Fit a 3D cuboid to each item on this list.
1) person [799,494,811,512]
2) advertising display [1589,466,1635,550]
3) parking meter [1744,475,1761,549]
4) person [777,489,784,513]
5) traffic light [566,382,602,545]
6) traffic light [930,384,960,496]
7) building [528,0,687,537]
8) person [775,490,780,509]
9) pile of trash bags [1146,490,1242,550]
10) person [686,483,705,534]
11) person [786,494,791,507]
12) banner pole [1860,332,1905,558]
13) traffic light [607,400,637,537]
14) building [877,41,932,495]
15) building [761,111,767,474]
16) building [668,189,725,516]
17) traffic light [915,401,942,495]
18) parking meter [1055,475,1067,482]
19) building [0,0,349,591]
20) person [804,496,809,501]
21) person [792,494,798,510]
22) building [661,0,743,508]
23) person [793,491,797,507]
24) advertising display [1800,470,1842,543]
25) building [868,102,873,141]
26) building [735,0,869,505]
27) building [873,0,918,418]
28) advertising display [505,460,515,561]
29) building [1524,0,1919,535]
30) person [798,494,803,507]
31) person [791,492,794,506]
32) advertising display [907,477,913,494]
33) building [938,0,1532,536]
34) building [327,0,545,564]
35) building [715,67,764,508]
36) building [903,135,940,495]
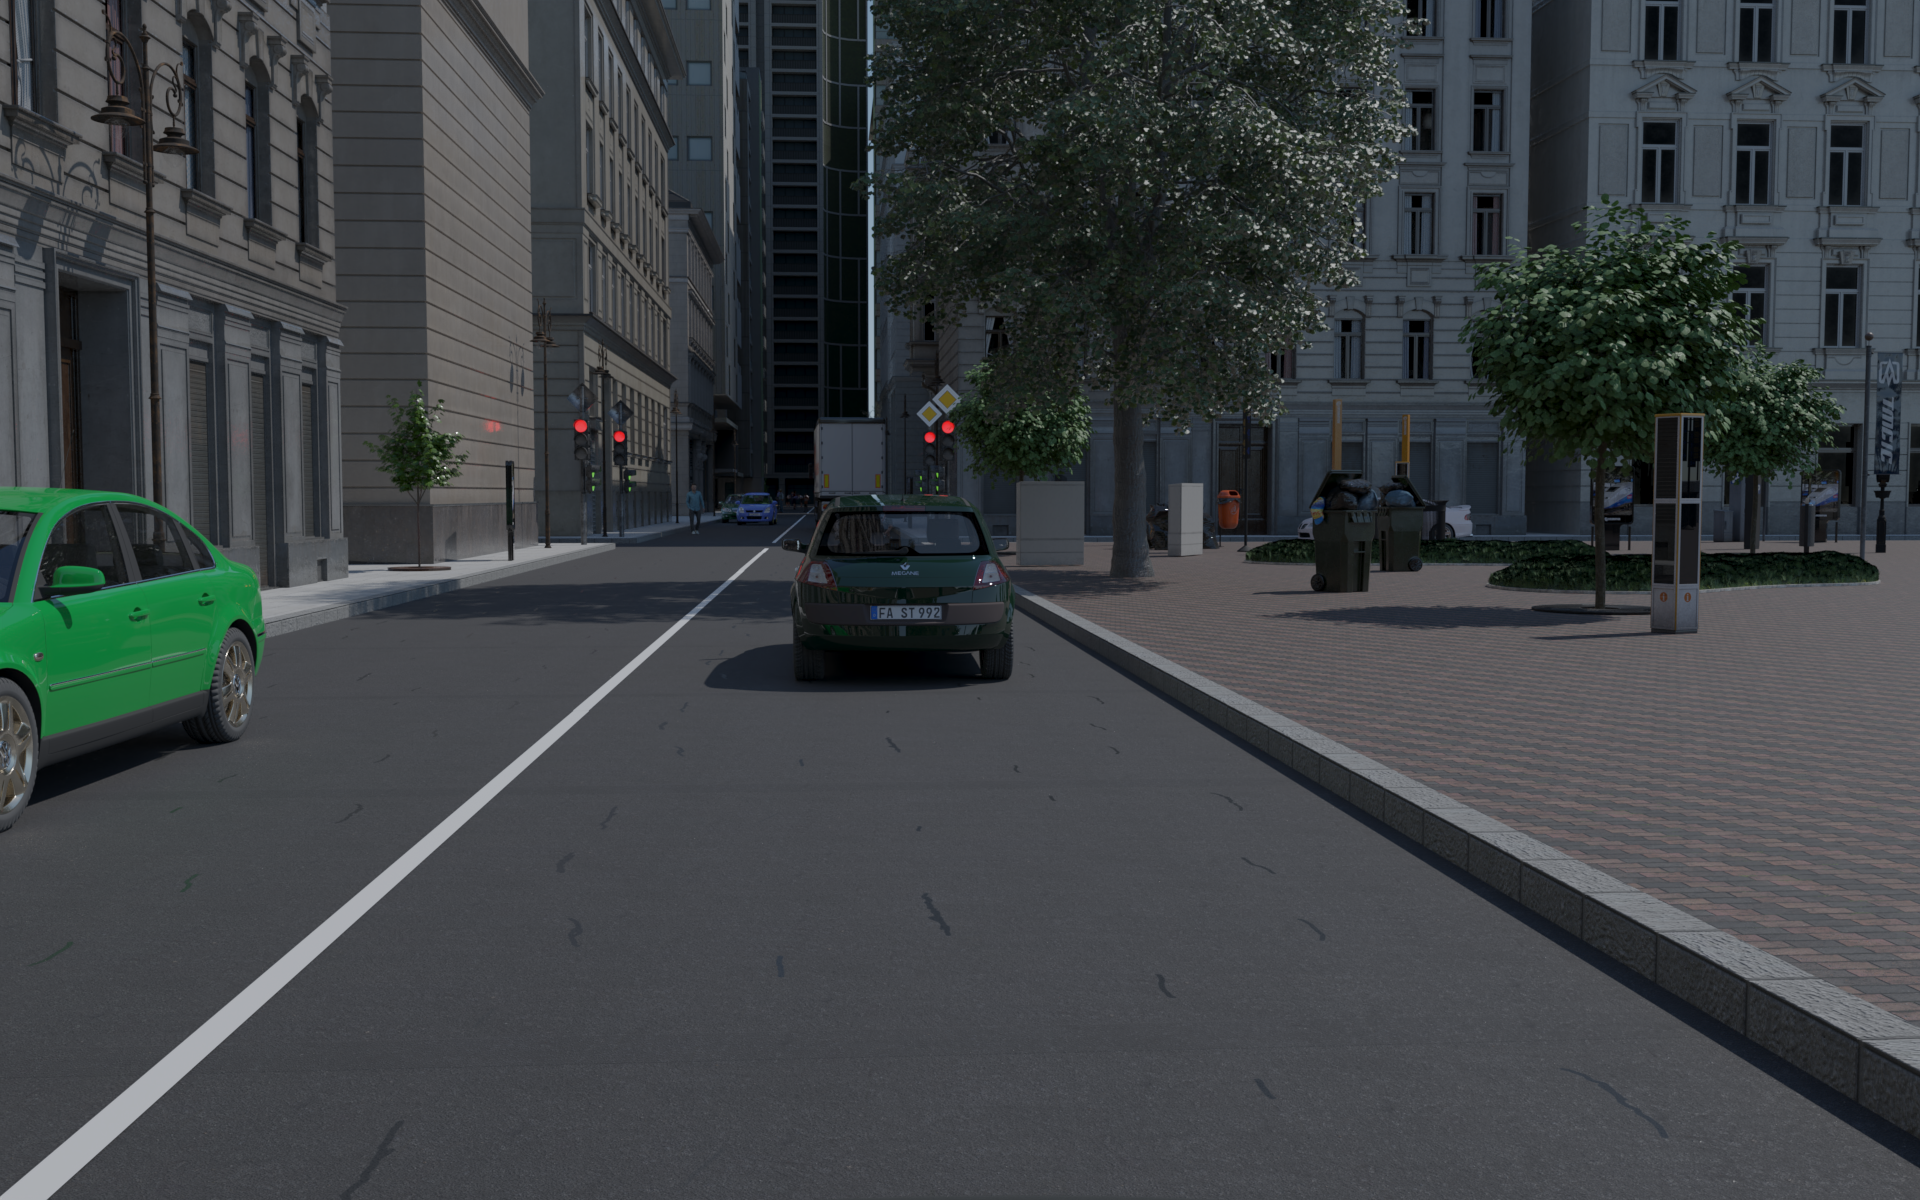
[{"bbox_3d":[-12.433,-7.818,139.580,1.065,1.426,0.557,1,4,21],"label":"person"},{"bbox_3d":[14.866,-2.097,39.502,0.974,1.923,0.123,0,4,0],"label":"advertising display"},{"bbox_3d":[18.458,-2.117,40.329,0.255,1.863,0.399,3,5,42],"label":"parking meter"},{"bbox_3d":[-13.729,-7.583,132.559,0.705,1.814,1.350,-2,4,-24],"label":"person"},{"bbox_3d":[-9.478,-3.345,43.618,0.839,4.253,0.868,0,4,-4],"label":"traffic light"},{"bbox_3d":[-0.344,-3.388,44.319,0.839,4.253,0.868,0,4,-4],"label":"traffic light"},{"bbox_3d":[-19.596,-14.194,65.364,16.112,22.955,30.059,0,4,-4],"label":"building"},{"bbox_3d":[-17.622,-9.741,167.628,0.599,1.838,0.709,2,4,32],"label":"person"},{"bbox_3d":[5.367,-1.912,41.015,3.447,1.369,1.912,-3,4,-38],"label":"pile of trash bags"},{"bbox_3d":[-9.518,-3.282,62.175,0.660,1.820,0.620,-2,4,-25],"label":"person"},{"bbox_3d":[-19.363,-11.257,195.735,0.799,1.438,0.628,1,4,17],"label":"person"},{"bbox_3d":[14.308,-2.261,26.987,0.863,3.779,0.401,-1,4,-13],"label":"banner pole"},{"bbox_3d":[-10.078,-3.832,51.581,0.839,4.253,0.868,0,4,-4],"label":"traffic light"},{"bbox_3d":[0.626,-20.488,112.469,11.434,29.767,29.804,0,4,-4],"label":"building"},{"bbox_3d":[-36.688,-34.826,189.021,30.456,49.044,23.786,0,4,-4],"label":"building"},{"bbox_3d":[-20.173,-15.294,100.970,10.553,20.767,40.483,0,4,-4],"label":"building"},{"bbox_3d":[-0.943,-3.875,52.282,0.839,4.253,0.868,0,4,-4],"label":"traffic light"},{"bbox_3d":[3.028,-2.827,51.932,0.255,1.863,0.399,2,4,28],"label":"parking meter"},{"bbox_3d":[-13.383,-10.248,16.700,9.793,20.994,18.267,0,4,-4],"label":"building"},{"bbox_3d":[-17.563,-11.365,197.501,0.628,1.438,0.799,-2,4,-24],"label":"person"},{"bbox_3d":[-15.202,-9.064,159.928,0.421,1.427,0.697,3,4,37],"label":"person"},{"bbox_3d":[-31.585,-33.583,138.318,28.713,52.752,27.495,0,4,-4],"label":"building"},{"bbox_3d":[-18.288,-11.237,192.191,0.705,1.831,1.348,-1,4,-22],"label":"person"},{"bbox_3d":[22.854,-2.495,46.011,0.974,1.923,0.123,3,5,44],"label":"advertising display"},{"bbox_3d":[2.221,-38.925,225.669,27.495,52.752,28.713,0,4,-4],"label":"building"},{"bbox_3d":[-21.834,-47.709,218.286,20.611,71.187,20.563,0,4,-4],"label":"building"},{"bbox_3d":[-0.075,-27.996,141.326,14.154,41.232,14.086,0,4,-4],"label":"building"},{"bbox_3d":[-8.706,-1.733,33.552,0.123,1.923,0.974,-1,4,-12],"label":"advertising display"},{"bbox_3d":[40.047,-17.490,62.383,44.131,29.872,17.030,0,4,-4],"label":"building"},{"bbox_3d":[-17.198,-10.683,186.348,0.628,1.438,0.799,0,4,-3],"label":"person"},{"bbox_3d":[-19.669,-11.840,203.006,0.541,1.710,0.530,-3,4,-38],"label":"person"},{"bbox_3d":[-1.874,-3.647,64.850,0.123,1.923,0.974,-1,4,-9],"label":"advertising display"},{"bbox_3d":[8.414,-12.735,57.376,18.267,20.994,9.793,0,4,-4],"label":"building"},{"bbox_3d":[-22.146,-14.584,35.719,25.104,27.353,12.463,0,4,-4],"label":"building"},{"bbox_3d":[-25.639,-29.182,160.715,14.154,41.232,14.086,0,4,-4],"label":"building"},{"bbox_3d":[4.633,-15.997,80.630,14.460,24.649,34.723,0,4,-4],"label":"building"}]
